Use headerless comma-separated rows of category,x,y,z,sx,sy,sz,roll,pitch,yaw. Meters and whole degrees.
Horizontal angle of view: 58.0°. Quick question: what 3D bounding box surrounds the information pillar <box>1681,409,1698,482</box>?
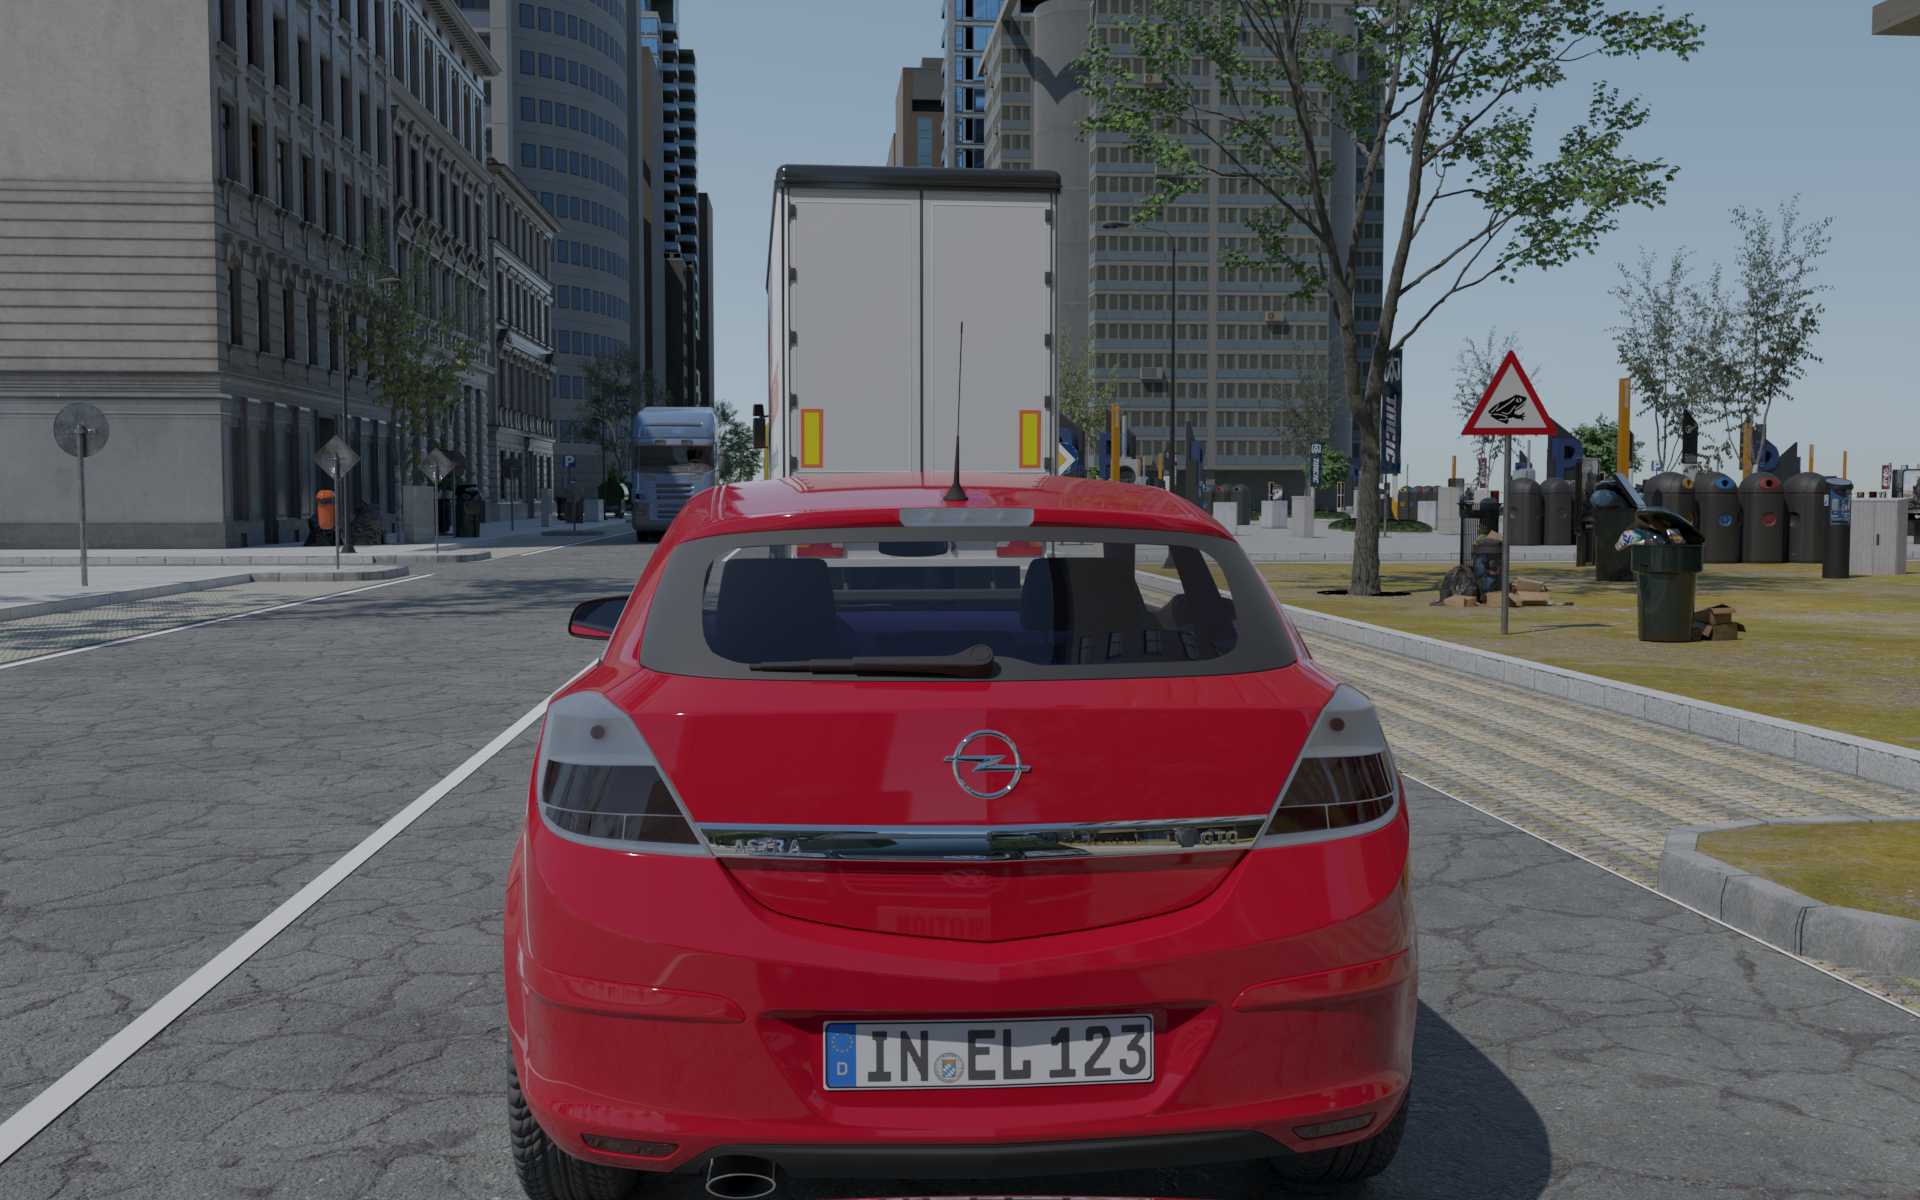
information pillar,20.022,-3.439,47.579,0.504,3.616,0.183,-1,4,-21

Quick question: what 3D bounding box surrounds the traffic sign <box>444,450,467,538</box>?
traffic sign,-14.683,-3.066,50.233,0.768,2.556,0.104,0,4,5

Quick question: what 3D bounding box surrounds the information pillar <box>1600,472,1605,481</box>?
information pillar,21.160,-3.238,57.440,0.304,2.012,0.304,-1,4,-11

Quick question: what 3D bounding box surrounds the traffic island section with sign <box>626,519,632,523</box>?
traffic island section with sign,-15.735,-4.803,87.161,1.989,1.847,2.006,0,4,-5

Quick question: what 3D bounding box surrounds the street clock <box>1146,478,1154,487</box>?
street clock,8.672,-4.528,78.599,0.471,2.002,0.358,-2,4,-31

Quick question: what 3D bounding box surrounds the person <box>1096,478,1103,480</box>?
person,2.818,-1.567,34.663,0.362,1.759,0.519,0,4,-4

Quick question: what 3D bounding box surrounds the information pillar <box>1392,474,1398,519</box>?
information pillar,19.933,-5.381,79.336,0.183,3.616,0.504,0,4,-7

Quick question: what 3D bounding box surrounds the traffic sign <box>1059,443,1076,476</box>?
traffic sign,1.642,-1.645,30.541,0.795,2.450,0.064,0,4,-5

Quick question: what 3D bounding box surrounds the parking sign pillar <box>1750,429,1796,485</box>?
parking sign pillar,31.375,-4.842,67.632,1.447,3.967,1.447,-1,4,-14

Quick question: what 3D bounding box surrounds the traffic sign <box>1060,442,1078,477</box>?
traffic sign,2.527,-2.612,42.805,0.768,2.556,0.104,0,4,-2

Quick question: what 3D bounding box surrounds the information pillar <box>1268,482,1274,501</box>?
information pillar,19.489,-6.360,108.485,0.304,2.012,0.304,0,4,-3

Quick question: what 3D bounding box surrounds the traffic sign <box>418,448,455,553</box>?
traffic sign,-11.311,-2.067,37.434,0.795,2.450,0.064,0,4,-5

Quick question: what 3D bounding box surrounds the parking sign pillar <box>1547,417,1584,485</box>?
parking sign pillar,21.337,-4.432,60.933,1.447,3.967,1.447,-1,4,-14

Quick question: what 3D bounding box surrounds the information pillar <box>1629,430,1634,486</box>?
information pillar,21.703,-3.979,56.411,0.183,3.616,0.504,-2,4,-26

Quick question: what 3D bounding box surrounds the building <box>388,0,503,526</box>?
building,-24.951,-14.573,67.144,11.050,23.489,19.941,0,4,-5

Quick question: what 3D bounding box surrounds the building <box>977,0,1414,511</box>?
building,14.694,-26.845,130.795,32.217,40.220,23.993,0,4,-5

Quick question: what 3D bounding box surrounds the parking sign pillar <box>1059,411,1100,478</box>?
parking sign pillar,2.974,-3.782,50.307,1.447,3.967,1.447,3,4,37

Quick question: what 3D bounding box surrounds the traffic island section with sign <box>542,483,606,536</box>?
traffic island section with sign,-13.323,-3.134,59.868,1.989,1.847,2.006,0,4,-5

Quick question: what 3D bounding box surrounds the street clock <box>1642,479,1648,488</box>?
street clock,33.360,-4.877,84.316,0.358,2.002,0.471,2,4,32

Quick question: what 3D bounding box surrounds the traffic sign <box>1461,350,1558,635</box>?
traffic sign,4.963,-0.961,15.713,0.884,2.594,0.081,0,4,-2

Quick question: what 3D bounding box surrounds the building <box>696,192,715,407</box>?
building,-42.767,-36.660,249.507,14.600,45.320,14.200,0,4,-5

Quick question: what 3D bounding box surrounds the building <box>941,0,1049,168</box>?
building,7.050,-51.596,156.260,22.319,86.520,31.000,0,4,-5

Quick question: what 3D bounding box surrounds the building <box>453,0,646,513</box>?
building,-34.728,-35.620,124.379,21.231,58.520,28.212,0,4,-5

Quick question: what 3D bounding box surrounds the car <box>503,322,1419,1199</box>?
car,-0.117,0.245,5.041,2.155,1.783,4.494,0,4,-4

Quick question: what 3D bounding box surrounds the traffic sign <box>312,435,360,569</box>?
traffic sign,-10.606,-1.580,29.480,0.795,2.450,0.064,0,4,-5

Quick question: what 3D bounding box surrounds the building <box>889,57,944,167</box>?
building,0.612,-32.388,179.647,14.600,45.320,14.200,0,4,-5

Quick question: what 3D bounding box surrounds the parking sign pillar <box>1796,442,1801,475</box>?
parking sign pillar,43.141,-6.224,90.233,1.447,3.967,1.447,-1,4,-18

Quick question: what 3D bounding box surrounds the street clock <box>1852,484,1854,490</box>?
street clock,59.551,-6.812,115.949,0.358,2.002,0.471,-1,4,-11

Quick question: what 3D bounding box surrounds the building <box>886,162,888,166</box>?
building,0.334,-37.546,233.482,23.786,49.044,30.456,0,4,-5

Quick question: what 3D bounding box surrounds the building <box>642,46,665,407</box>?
building,-36.690,-31.826,170.458,14.600,45.320,14.200,0,4,-5

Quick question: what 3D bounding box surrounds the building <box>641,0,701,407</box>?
building,-44.120,-55.830,225.484,22.319,86.520,31.000,0,4,-5

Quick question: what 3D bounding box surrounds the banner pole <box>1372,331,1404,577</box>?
banner pole,6.496,-2.234,26.535,0.401,3.779,0.863,-2,4,-25

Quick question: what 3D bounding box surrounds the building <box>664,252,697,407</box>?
building,-38.583,-26.456,204.251,14.160,30.474,14.107,0,4,-5

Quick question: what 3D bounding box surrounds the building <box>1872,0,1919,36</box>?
building,25.038,-25.612,8.003,28.713,52.752,27.495,0,4,-5

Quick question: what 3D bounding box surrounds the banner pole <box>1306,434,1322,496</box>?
banner pole,14.694,-5.031,72.268,0.863,3.779,0.401,2,4,24

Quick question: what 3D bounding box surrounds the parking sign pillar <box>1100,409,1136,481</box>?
parking sign pillar,4.965,-4.047,54.644,1.447,3.967,1.447,-3,4,-36

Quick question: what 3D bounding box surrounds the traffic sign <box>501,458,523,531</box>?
traffic sign,-15.638,-3.690,60.444,0.768,2.556,0.104,0,4,0

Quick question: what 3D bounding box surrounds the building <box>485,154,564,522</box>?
building,-26.778,-13.675,88.210,10.561,19.102,19.286,0,4,-5

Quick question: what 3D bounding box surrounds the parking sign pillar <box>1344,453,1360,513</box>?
parking sign pillar,26.137,-7.748,115.160,1.447,3.967,1.447,3,4,36

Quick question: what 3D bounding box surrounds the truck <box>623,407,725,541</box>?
truck,-9.222,-4.261,59.429,2.967,4.110,18.799,0,4,-5

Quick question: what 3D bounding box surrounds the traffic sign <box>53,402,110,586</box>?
traffic sign,-12.185,-1.464,24.035,0.768,2.556,0.104,0,4,-1

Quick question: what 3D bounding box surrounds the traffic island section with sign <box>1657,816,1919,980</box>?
traffic island section with sign,3.532,0.171,5.832,1.989,1.847,2.006,0,4,-5

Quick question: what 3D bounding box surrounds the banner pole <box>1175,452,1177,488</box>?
banner pole,11.319,-6.198,91.349,0.401,3.779,0.863,-1,4,-10

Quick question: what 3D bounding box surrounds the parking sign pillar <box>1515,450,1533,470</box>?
parking sign pillar,34.324,-7.158,105.511,1.447,3.967,1.447,-1,4,-13

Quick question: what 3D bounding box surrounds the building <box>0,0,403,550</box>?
building,-22.548,-12.170,48.123,9.793,20.994,18.267,0,4,-5

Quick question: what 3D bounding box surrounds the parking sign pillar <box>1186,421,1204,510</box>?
parking sign pillar,8.722,-4.642,64.367,1.447,3.967,1.447,1,4,19
